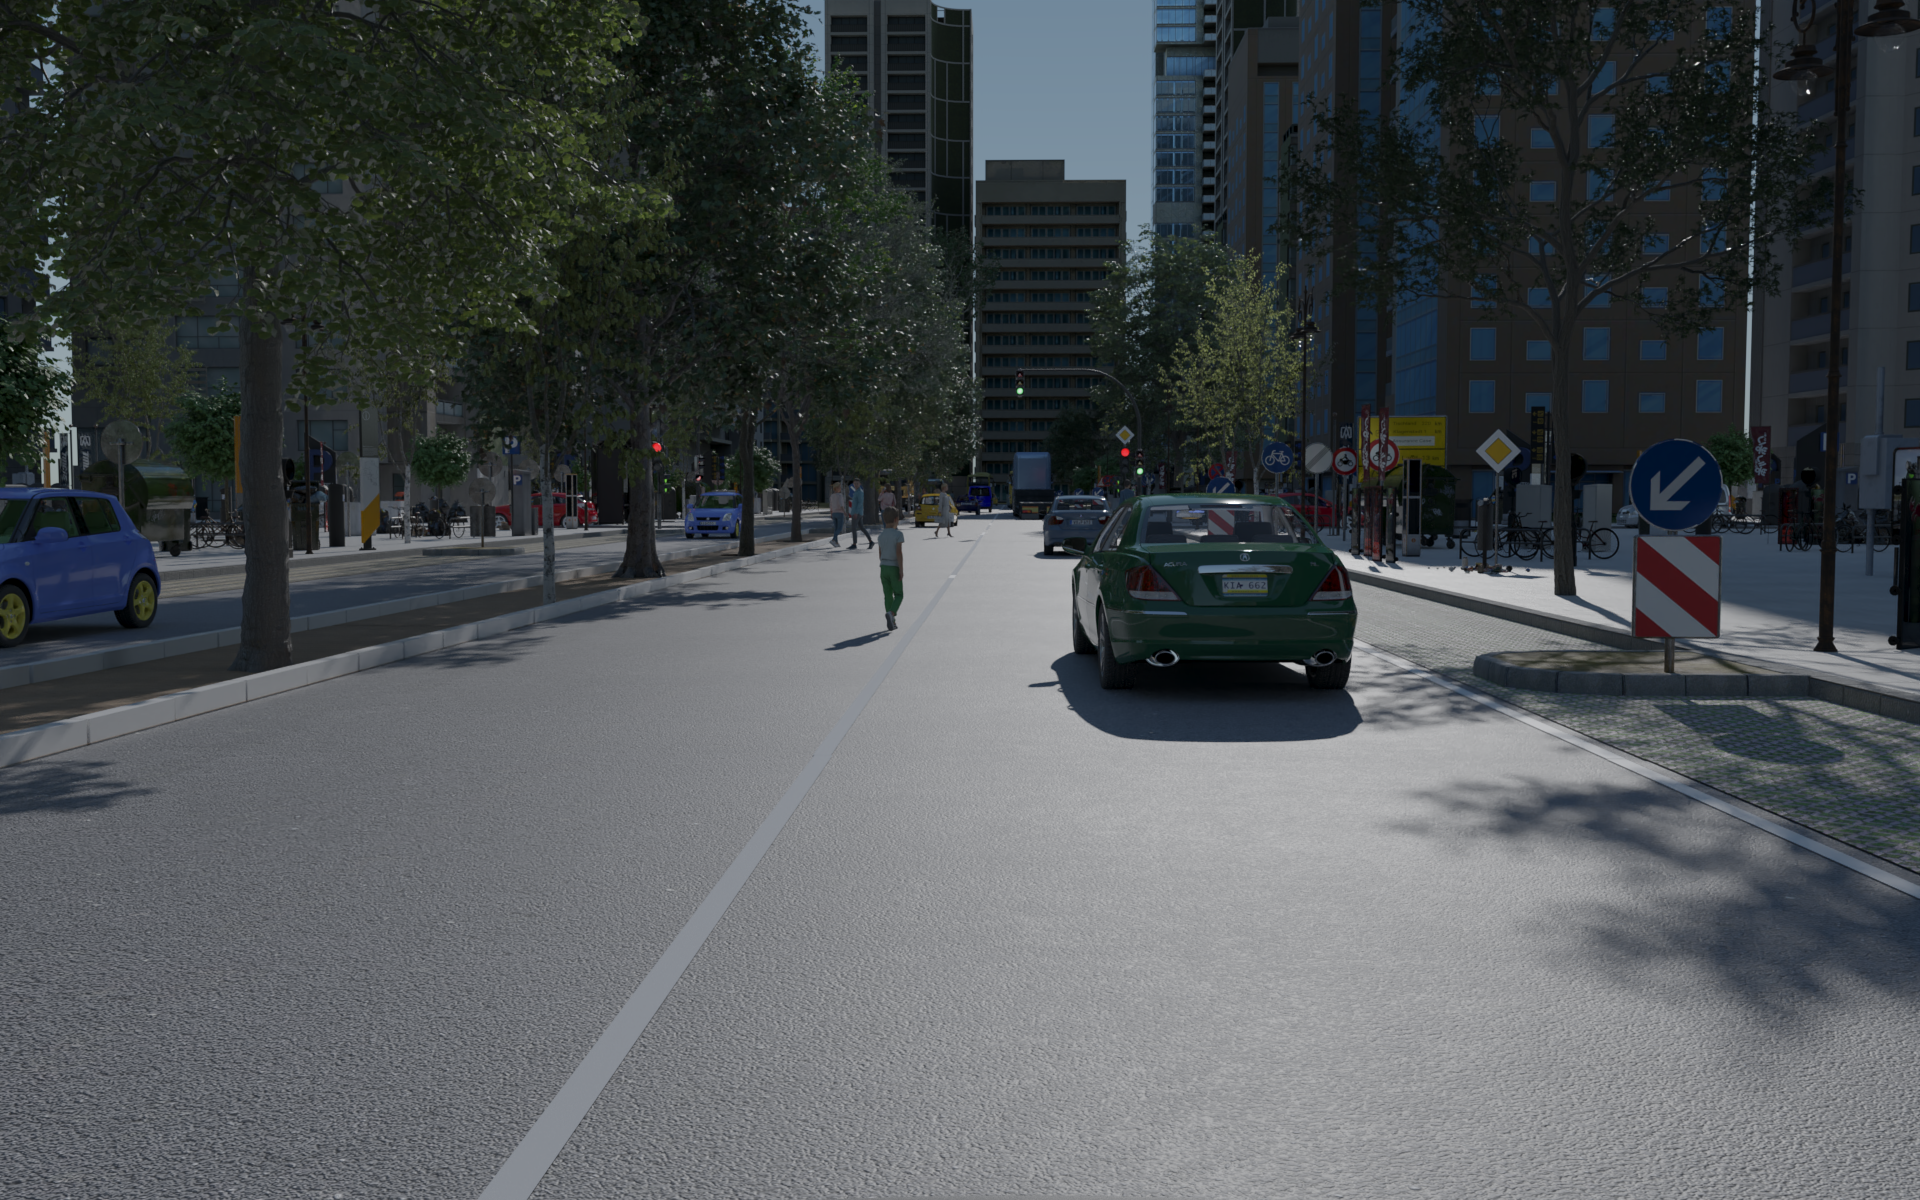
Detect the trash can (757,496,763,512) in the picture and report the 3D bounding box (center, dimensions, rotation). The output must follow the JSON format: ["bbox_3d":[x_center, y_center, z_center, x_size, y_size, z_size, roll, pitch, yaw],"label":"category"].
[{"bbox_3d":[-13.969,-6.761,122.202,0.748,1.137,0.748,0,3,0],"label":"trash can"}]

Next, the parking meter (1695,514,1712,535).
[{"bbox_3d":[18.629,-2.139,43.378,0.372,1.533,0.369,0,3,0],"label":"parking meter"}]

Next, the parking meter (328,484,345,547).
[{"bbox_3d":[-15.186,-2.066,42.190,0.372,1.533,0.369,0,3,0],"label":"parking meter"}]

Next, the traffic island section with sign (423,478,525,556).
[{"bbox_3d":[-11.413,-1.977,40.946,1.989,1.847,2.006,0,4,2],"label":"traffic island section with sign"}]

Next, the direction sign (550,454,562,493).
[{"bbox_3d":[-21.522,-6.133,92.267,0.876,3.537,0.379,2,4,34],"label":"direction sign"}]

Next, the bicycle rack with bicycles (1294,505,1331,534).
[{"bbox_3d":[10.687,-2.616,56.161,2.925,0.926,2.852,0,4,-4],"label":"bicycle rack with bicycles"}]

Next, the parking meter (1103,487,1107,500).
[{"bbox_3d":[10.276,-7.188,123.235,0.399,1.863,0.255,-2,4,-27],"label":"parking meter"}]

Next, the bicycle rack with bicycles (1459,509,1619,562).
[{"bbox_3d":[11.096,-1.274,34.209,2.852,0.926,2.925,-3,5,-40],"label":"bicycle rack with bicycles"}]

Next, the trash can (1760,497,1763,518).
[{"bbox_3d":[35.040,-3.874,74.994,0.748,1.137,0.748,0,3,0],"label":"trash can"}]

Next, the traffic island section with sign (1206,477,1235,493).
[{"bbox_3d":[5.838,-1.924,40.084,1.989,1.847,2.006,0,4,2],"label":"traffic island section with sign"}]

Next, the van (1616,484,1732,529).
[{"bbox_3d":[27.690,-3.685,67.254,4.112,2.044,2.013,0,4,2],"label":"van"}]

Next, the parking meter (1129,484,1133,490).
[{"bbox_3d":[9.813,-5.783,100.271,0.399,1.863,0.255,3,5,39],"label":"parking meter"}]

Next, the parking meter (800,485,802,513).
[{"bbox_3d":[-10.944,-6.832,117.410,0.399,1.863,0.255,0,4,6],"label":"parking meter"}]

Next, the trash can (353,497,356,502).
[{"bbox_3d":[-28.069,-4.141,79.366,0.748,1.137,0.748,0,3,0],"label":"trash can"}]

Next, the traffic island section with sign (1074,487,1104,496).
[{"bbox_3d":[7.546,-5.380,96.594,1.989,1.847,2.006,0,4,2],"label":"traffic island section with sign"}]

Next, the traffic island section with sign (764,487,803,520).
[{"bbox_3d":[-9.750,-5.355,96.179,1.989,1.847,2.006,0,4,2],"label":"traffic island section with sign"}]

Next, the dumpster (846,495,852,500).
[{"bbox_3d":[-8.764,-7.800,135.751,1.865,1.857,1.264,0,4,3],"label":"dumpster"}]

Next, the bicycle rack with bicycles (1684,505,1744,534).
[{"bbox_3d":[24.830,-2.605,55.972,2.925,0.926,2.852,2,4,30],"label":"bicycle rack with bicycles"}]

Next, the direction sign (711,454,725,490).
[{"bbox_3d":[-13.734,-6.502,98.310,0.876,3.537,0.379,-3,5,-41],"label":"direction sign"}]

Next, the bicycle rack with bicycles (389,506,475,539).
[{"bbox_3d":[-15.403,-2.236,49.941,2.852,0.926,2.925,0,4,7],"label":"bicycle rack with bicycles"}]

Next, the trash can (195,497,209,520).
[{"bbox_3d":[-37.253,-4.487,85.023,0.748,1.137,0.748,0,3,0],"label":"trash can"}]

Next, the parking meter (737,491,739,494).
[{"bbox_3d":[-17.757,-7.896,137.515,0.372,1.533,0.369,0,3,0],"label":"parking meter"}]

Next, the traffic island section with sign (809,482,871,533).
[{"bbox_3d":[-4.454,-3.395,63.650,2.006,1.907,1.989,0,4,2],"label":"traffic island section with sign"}]

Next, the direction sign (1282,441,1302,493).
[{"bbox_3d":[14.180,-5.005,73.822,0.379,3.537,0.876,-3,5,-43],"label":"direction sign"}]

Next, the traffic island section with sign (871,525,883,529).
[{"bbox_3d":[-4.221,-3.848,71.054,2.006,1.907,1.989,0,4,2],"label":"traffic island section with sign"}]

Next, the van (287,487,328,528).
[{"bbox_3d":[-25.962,-3.734,68.069,4.112,2.044,2.013,0,4,3],"label":"van"}]

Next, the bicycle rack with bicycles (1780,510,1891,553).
[{"bbox_3d":[19.481,-1.547,38.678,2.925,0.926,2.852,-2,4,-26],"label":"bicycle rack with bicycles"}]

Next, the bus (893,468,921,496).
[{"bbox_3d":[-5.193,-10.148,157.468,2.896,3.916,12.252,0,4,3],"label":"bus"}]

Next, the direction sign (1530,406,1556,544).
[{"bbox_3d":[15.172,-3.225,44.733,0.876,3.537,0.379,0,4,7],"label":"direction sign"}]

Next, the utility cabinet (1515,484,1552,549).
[{"bbox_3d":[13.413,-1.945,40.479,0.318,1.500,1.173,-1,4,-9],"label":"utility cabinet"}]

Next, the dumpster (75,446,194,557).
[{"bbox_3d":[-16.493,-1.965,34.616,1.502,2.255,1.985,0,4,2],"label":"dumpster"}]

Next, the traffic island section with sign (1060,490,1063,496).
[{"bbox_3d":[8.374,-7.063,124.100,1.989,1.847,2.006,0,4,2],"label":"traffic island section with sign"}]

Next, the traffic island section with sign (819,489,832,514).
[{"bbox_3d":[-8.920,-7.009,123.223,1.989,1.847,2.006,0,4,2],"label":"traffic island section with sign"}]

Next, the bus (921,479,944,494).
[{"bbox_3d":[-3.205,-12.995,207.333,2.948,3.499,13.247,0,4,0],"label":"bus"}]

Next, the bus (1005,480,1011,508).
[{"bbox_3d":[6.240,-11.395,181.165,2.948,3.499,13.247,0,4,0],"label":"bus"}]

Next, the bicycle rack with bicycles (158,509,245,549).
[{"bbox_3d":[-17.373,-1.671,40.697,2.925,0.926,2.852,-1,4,-8],"label":"bicycle rack with bicycles"}]

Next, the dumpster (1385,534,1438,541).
[{"bbox_3d":[12.566,-2.813,48.481,1.502,2.255,1.985,0,4,2],"label":"dumpster"}]

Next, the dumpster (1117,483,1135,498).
[{"bbox_3d":[12.023,-7.427,123.926,1.502,2.255,1.985,0,4,2],"label":"dumpster"}]

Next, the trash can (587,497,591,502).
[{"bbox_3d":[-20.332,-4.953,92.636,0.748,1.137,0.748,0,3,0],"label":"trash can"}]

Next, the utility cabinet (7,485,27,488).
[{"bbox_3d":[-22.666,-1.969,40.870,0.318,1.500,1.173,3,5,41],"label":"utility cabinet"}]

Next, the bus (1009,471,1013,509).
[{"bbox_3d":[6.062,-10.652,165.705,2.896,3.916,12.252,0,4,3],"label":"bus"}]

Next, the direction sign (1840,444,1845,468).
[{"bbox_3d":[39.982,-5.293,78.529,0.379,3.537,0.876,1,4,18],"label":"direction sign"}]

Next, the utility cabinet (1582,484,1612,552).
[{"bbox_3d":[14.179,-1.828,38.570,0.318,1.500,1.173,3,4,36],"label":"utility cabinet"}]

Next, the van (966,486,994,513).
[{"bbox_3d":[1.560,-8.018,135.482,2.240,2.365,5.245,0,4,1],"label":"van"}]

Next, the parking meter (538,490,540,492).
[{"bbox_3d":[-23.568,-5.389,96.519,0.372,1.533,0.369,0,3,0],"label":"parking meter"}]

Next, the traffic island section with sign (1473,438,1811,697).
[{"bbox_3d":[5.025,-0.276,13.141,1.989,1.847,2.006,0,4,2],"label":"traffic island section with sign"}]

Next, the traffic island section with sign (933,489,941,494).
[{"bbox_3d":[-1.961,-8.442,146.158,2.006,1.907,1.989,0,4,2],"label":"traffic island section with sign"}]

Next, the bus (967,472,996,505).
[{"bbox_3d":[2.379,-12.518,196.220,2.896,3.916,12.252,0,4,3],"label":"bus"}]

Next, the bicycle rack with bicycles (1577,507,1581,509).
[{"bbox_3d":[17.418,-2.239,49.991,2.852,0.926,2.925,2,4,35],"label":"bicycle rack with bicycles"}]

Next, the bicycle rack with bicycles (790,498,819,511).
[{"bbox_3d":[-13.048,-7.973,143.739,2.925,0.926,2.852,-2,4,-28],"label":"bicycle rack with bicycles"}]

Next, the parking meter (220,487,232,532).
[{"bbox_3d":[-24.791,-3.063,58.490,0.372,1.533,0.369,0,3,0],"label":"parking meter"}]

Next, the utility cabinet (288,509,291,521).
[{"bbox_3d":[-24.037,-3.104,61.915,0.306,1.237,1.020,-1,4,-18],"label":"utility cabinet"}]

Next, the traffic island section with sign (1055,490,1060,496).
[{"bbox_3d":[10.668,-11.707,200.036,1.989,1.847,2.006,0,4,2],"label":"traffic island section with sign"}]
